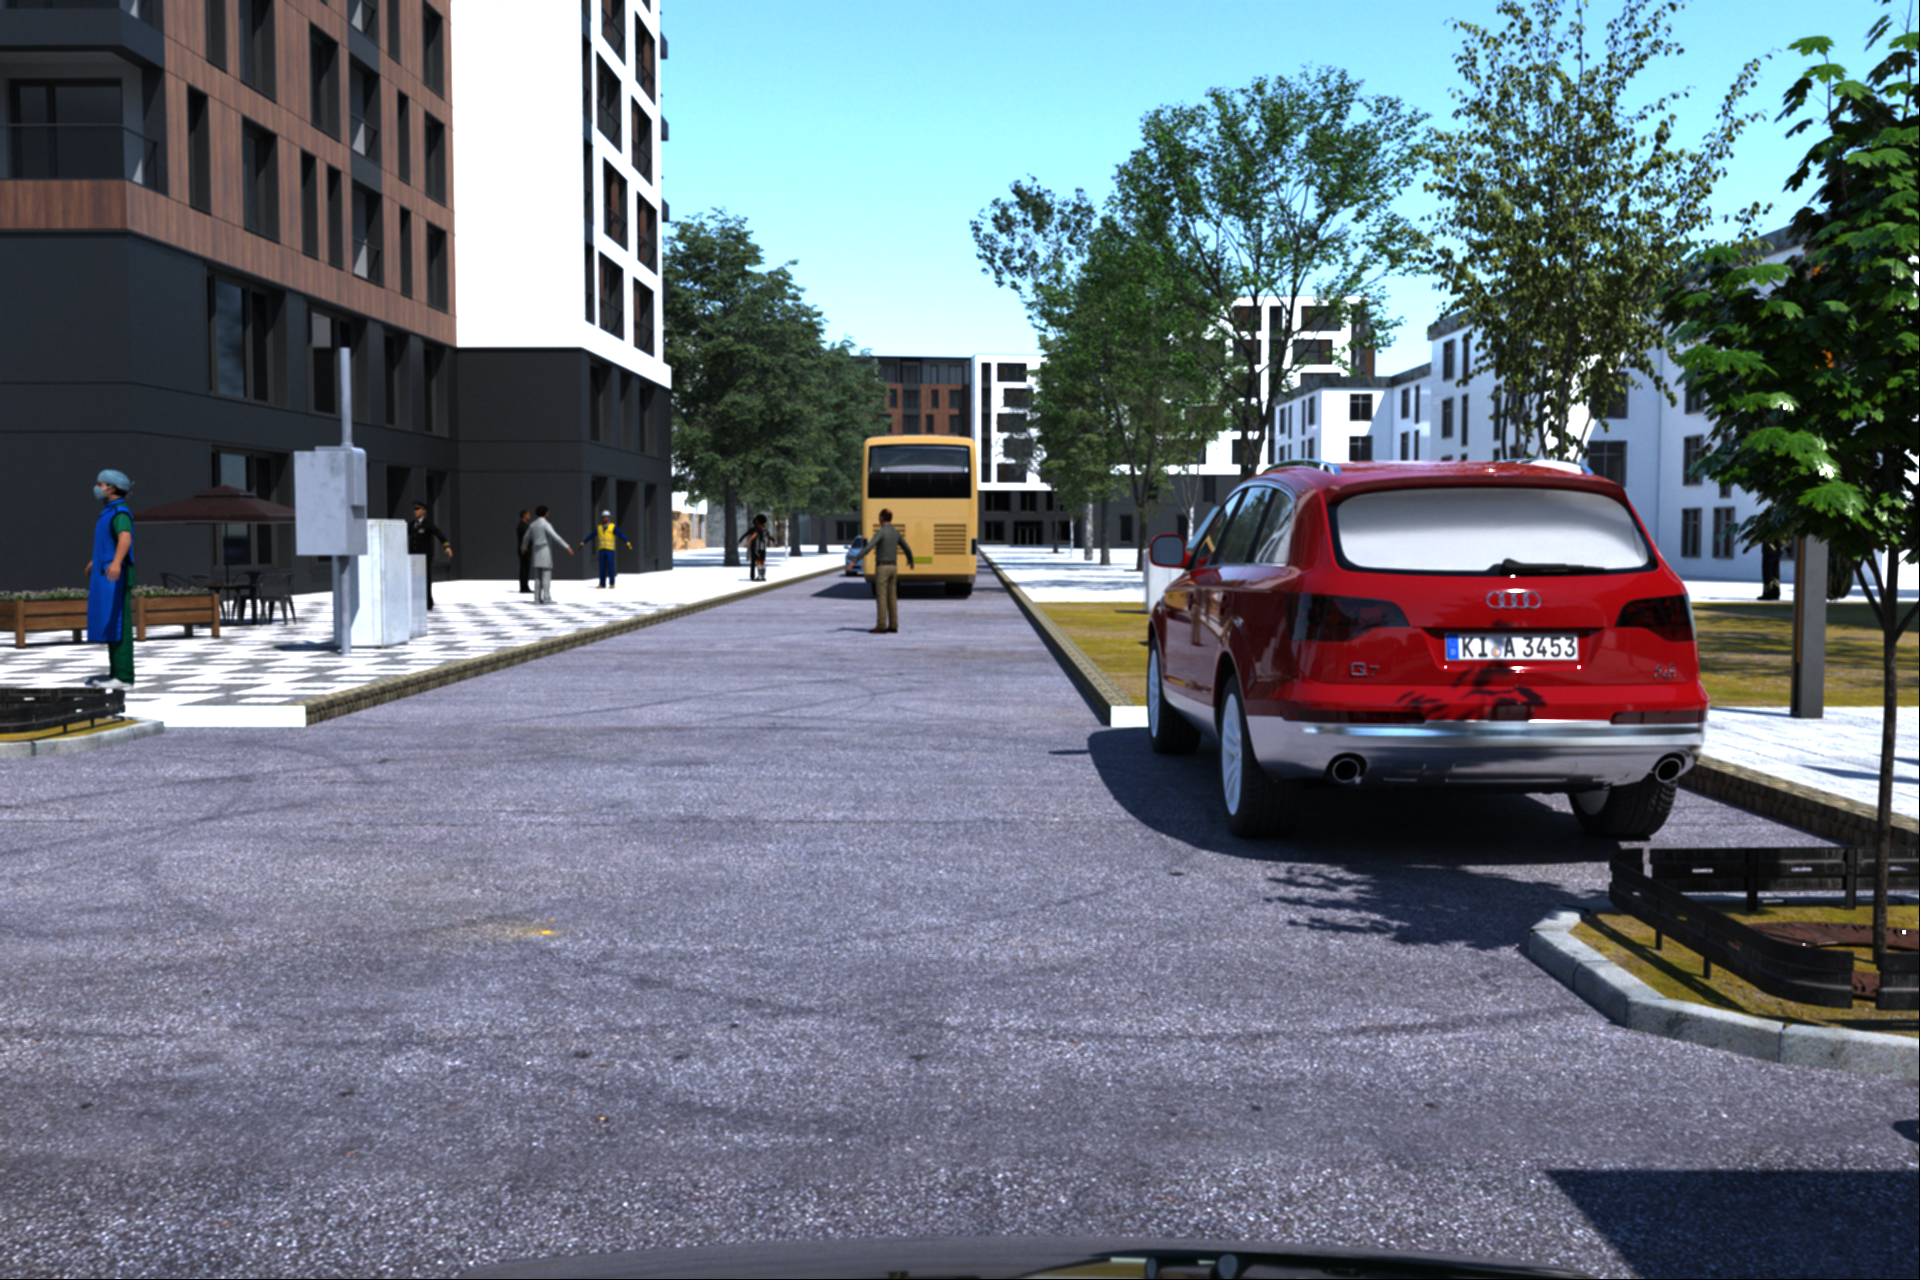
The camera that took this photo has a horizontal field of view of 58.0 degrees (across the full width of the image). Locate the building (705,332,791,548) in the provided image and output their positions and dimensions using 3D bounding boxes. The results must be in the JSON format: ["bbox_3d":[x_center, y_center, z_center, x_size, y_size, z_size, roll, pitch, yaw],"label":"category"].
[{"bbox_3d":[-26.297,-20.566,167.182,19.493,23.208,18.063,0,3,0],"label":"building"}]

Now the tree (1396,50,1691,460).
[{"bbox_3d":[9.056,-4.705,27.293,4.737,8.622,4.395,0,3,0],"label":"tree"}]

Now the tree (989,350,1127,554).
[{"bbox_3d":[6.357,-12.382,112.822,12.009,13.543,11.850,0,3,0],"label":"tree"}]

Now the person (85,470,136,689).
[{"bbox_3d":[-7.083,-0.509,14.449,0.704,1.817,1.347,-2,4,-34],"label":"person"}]

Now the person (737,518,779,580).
[{"bbox_3d":[-5.641,-2.541,48.269,1.216,1.740,0.721,1,4,9],"label":"person"}]

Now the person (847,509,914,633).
[{"bbox_3d":[-1.092,-1.001,25.099,0.705,1.796,1.348,3,5,42],"label":"person"}]

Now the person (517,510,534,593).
[{"bbox_3d":[-9.425,-1.921,37.633,0.704,1.802,1.346,-2,4,-26],"label":"person"}]

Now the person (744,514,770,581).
[{"bbox_3d":[-5.434,-2.496,46.947,0.704,1.843,1.345,1,4,22],"label":"person"}]

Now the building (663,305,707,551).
[{"bbox_3d":[-26.375,-16.905,132.812,16.016,20.090,11.380,0,4,0],"label":"building"}]

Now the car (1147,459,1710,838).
[{"bbox_3d":[2.275,-0.064,9.716,2.281,1.827,5.304,0,4,0],"label":"car"}]

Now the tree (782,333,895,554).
[{"bbox_3d":[-8.888,-12.479,110.691,9.857,13.997,8.962,0,3,0],"label":"tree"}]

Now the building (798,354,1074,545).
[{"bbox_3d":[-2.556,-22.168,208.874,32.646,21.610,27.936,-1,4,-9],"label":"building"}]

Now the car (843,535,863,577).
[{"bbox_3d":[-2.985,-2.916,59.674,2.014,1.417,4.499,0,4,0],"label":"car"}]

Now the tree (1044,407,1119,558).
[{"bbox_3d":[5.936,-8.786,94.014,4.360,8.622,3.978,0,3,0],"label":"tree"}]

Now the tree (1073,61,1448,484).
[{"bbox_3d":[6.509,-6.886,38.342,9.928,11.665,9.643,0,3,0],"label":"tree"}]

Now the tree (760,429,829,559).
[{"bbox_3d":[-8.863,-8.390,87.541,4.360,8.622,3.978,0,3,0],"label":"tree"}]

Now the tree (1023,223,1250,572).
[{"bbox_3d":[6.124,-8.137,58.788,9.928,11.665,9.643,0,3,0],"label":"tree"}]

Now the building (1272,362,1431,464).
[{"bbox_3d":[23.667,-9.179,92.218,9.099,9.664,28.070,0,3,0],"label":"building"}]

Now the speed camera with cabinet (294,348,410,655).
[{"bbox_3d":[-6.720,-1.519,19.175,0.660,3.252,2.038,0,4,0],"label":"speed camera with cabinet"}]

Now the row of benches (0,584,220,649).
[{"bbox_3d":[-10.523,-0.268,19.845,1.422,0.672,4.104,2,4,33],"label":"row of benches"}]

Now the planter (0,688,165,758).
[{"bbox_3d":[-6.715,0.561,11.969,1.991,0.319,1.994,0,4,0],"label":"planter"}]

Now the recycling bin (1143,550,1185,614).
[{"bbox_3d":[3.345,-0.944,27.996,0.722,1.027,0.722,0,4,1],"label":"recycling bin"}]

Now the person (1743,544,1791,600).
[{"bbox_3d":[15.761,-1.707,33.690,1.354,1.856,0.705,-2,4,-29],"label":"person"}]

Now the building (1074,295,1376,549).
[{"bbox_3d":[24.644,-19.616,164.689,27.936,21.610,32.646,0,4,1],"label":"building"}]

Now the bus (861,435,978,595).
[{"bbox_3d":[-0.901,-3.175,43.454,2.896,3.916,12.252,0,4,0],"label":"bus"}]

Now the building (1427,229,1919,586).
[{"bbox_3d":[23.321,-6.965,56.029,9.099,9.664,28.070,0,4,0],"label":"building"}]

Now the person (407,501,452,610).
[{"bbox_3d":[-9.102,-1.421,29.166,1.347,1.837,0.705,1,4,18],"label":"person"}]

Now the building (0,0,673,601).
[{"bbox_3d":[-24.342,-12.307,45.199,27.936,21.610,32.646,0,4,1],"label":"building"}]

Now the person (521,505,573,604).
[{"bbox_3d":[-7.662,-1.573,31.901,1.347,1.806,0.705,2,4,35],"label":"person"}]

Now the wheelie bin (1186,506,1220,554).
[{"bbox_3d":[2.895,-0.703,19.400,0.693,1.594,0.980,0,4,-1],"label":"wheelie bin"}]

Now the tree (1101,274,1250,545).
[{"bbox_3d":[6.503,-5.975,48.061,4.360,8.622,3.978,0,3,0],"label":"tree"}]

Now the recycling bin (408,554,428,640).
[{"bbox_3d":[-7.016,-0.536,21.313,0.722,1.027,0.722,0,4,-1],"label":"recycling bin"}]

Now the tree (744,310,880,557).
[{"bbox_3d":[-9.350,-11.698,97.923,9.857,13.997,8.962,0,3,0],"label":"tree"}]

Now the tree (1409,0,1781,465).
[{"bbox_3d":[7.806,-4.369,21.801,4.737,8.622,4.395,0,3,0],"label":"tree"}]

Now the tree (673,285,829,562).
[{"bbox_3d":[-10.066,-9.880,79.661,7.486,12.596,7.792,0,3,0],"label":"tree"}]

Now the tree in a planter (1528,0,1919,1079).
[{"bbox_3d":[2.924,-0.500,5.403,1.991,3.239,1.994,0,3,0],"label":"tree in a planter"}]

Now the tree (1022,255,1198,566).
[{"bbox_3d":[6.074,-9.246,69.301,7.486,12.596,7.792,0,3,0],"label":"tree"}]

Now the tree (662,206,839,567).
[{"bbox_3d":[-8.943,-9.855,67.784,9.857,13.997,8.962,0,3,0],"label":"tree"}]

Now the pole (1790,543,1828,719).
[{"bbox_3d":[5.915,-1.111,12.002,0.158,3.312,0.155,0,3,0],"label":"pole"}]

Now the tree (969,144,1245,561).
[{"bbox_3d":[7.574,-13.856,82.439,12.611,20.169,13.585,0,3,0],"label":"tree"}]

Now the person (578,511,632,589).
[{"bbox_3d":[-8.343,-2.132,40.825,1.349,1.833,0.705,1,4,13],"label":"person"}]
